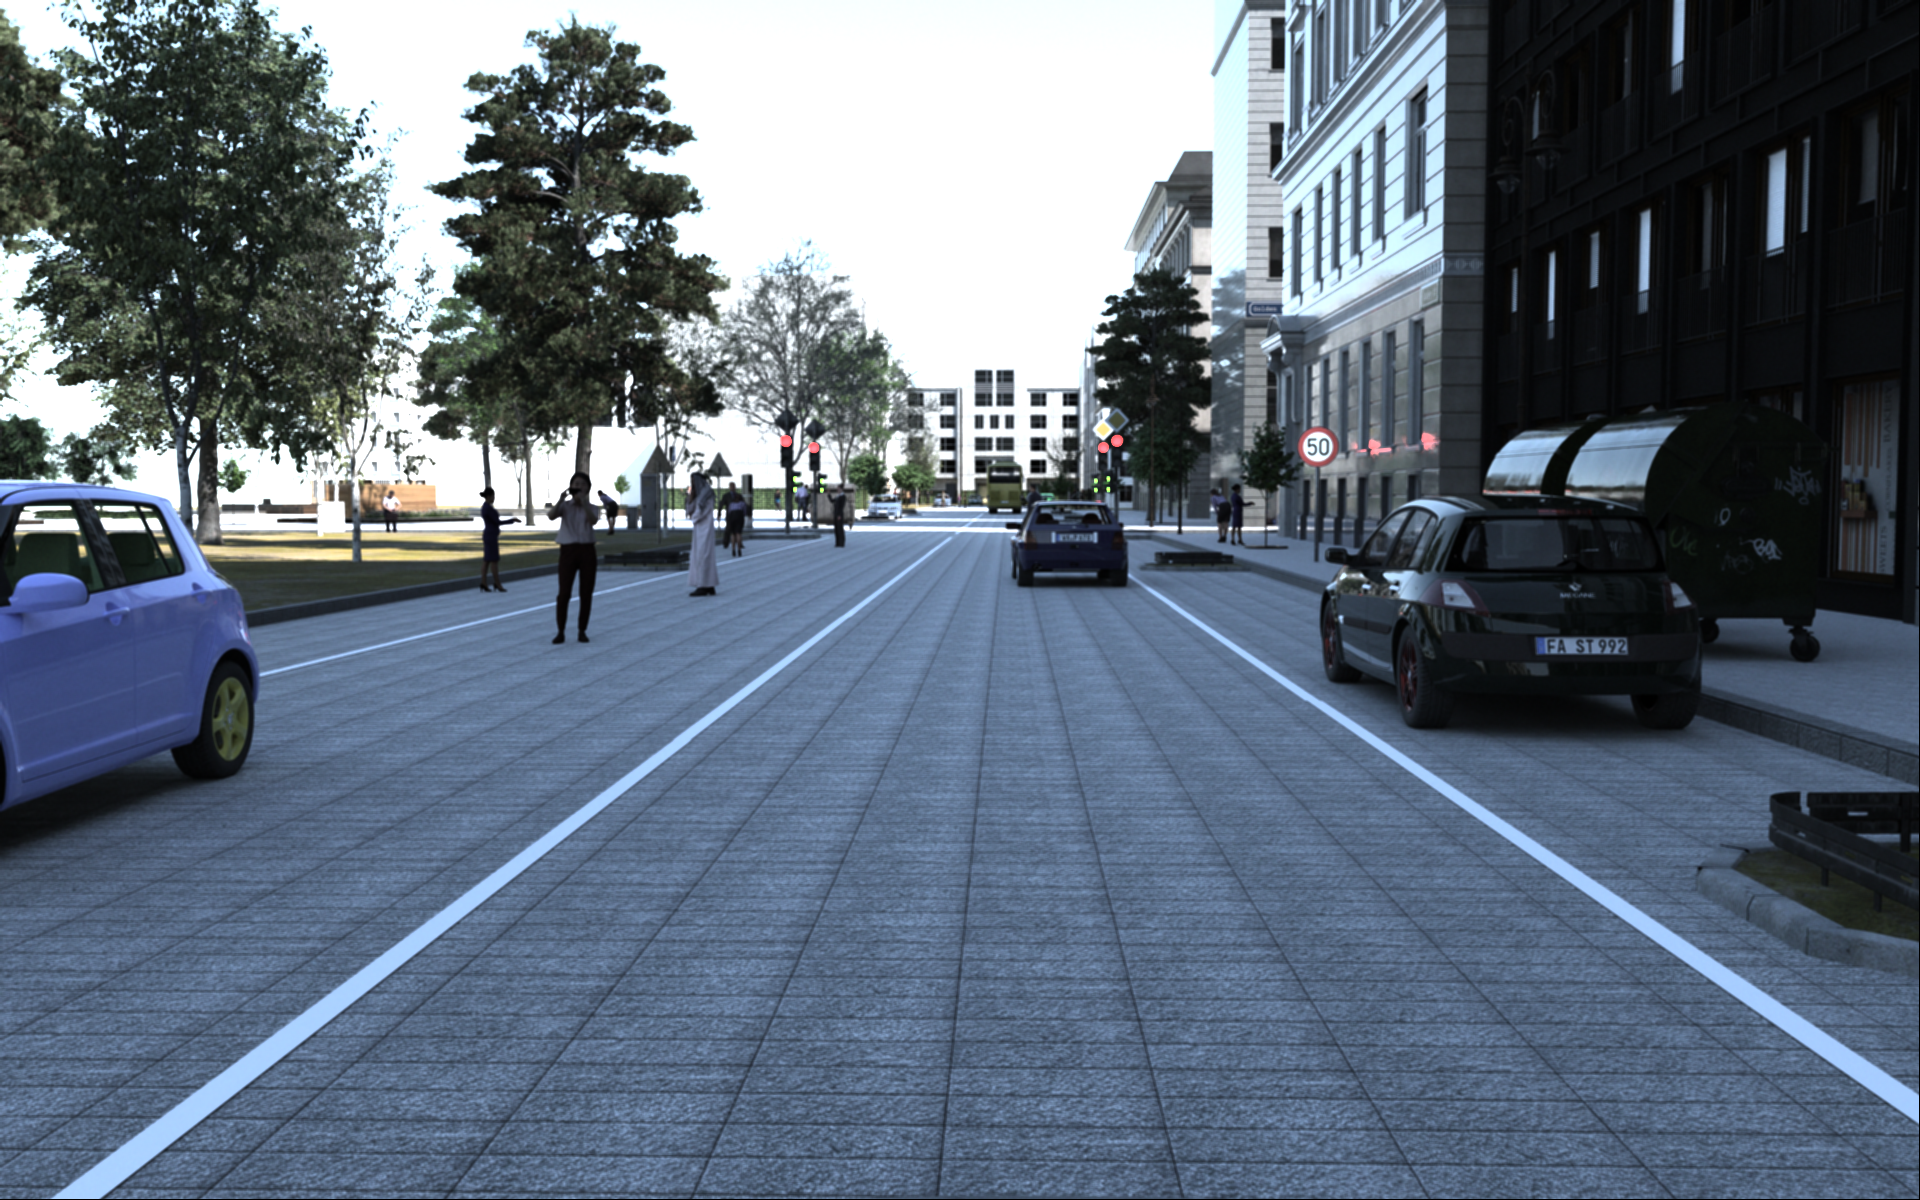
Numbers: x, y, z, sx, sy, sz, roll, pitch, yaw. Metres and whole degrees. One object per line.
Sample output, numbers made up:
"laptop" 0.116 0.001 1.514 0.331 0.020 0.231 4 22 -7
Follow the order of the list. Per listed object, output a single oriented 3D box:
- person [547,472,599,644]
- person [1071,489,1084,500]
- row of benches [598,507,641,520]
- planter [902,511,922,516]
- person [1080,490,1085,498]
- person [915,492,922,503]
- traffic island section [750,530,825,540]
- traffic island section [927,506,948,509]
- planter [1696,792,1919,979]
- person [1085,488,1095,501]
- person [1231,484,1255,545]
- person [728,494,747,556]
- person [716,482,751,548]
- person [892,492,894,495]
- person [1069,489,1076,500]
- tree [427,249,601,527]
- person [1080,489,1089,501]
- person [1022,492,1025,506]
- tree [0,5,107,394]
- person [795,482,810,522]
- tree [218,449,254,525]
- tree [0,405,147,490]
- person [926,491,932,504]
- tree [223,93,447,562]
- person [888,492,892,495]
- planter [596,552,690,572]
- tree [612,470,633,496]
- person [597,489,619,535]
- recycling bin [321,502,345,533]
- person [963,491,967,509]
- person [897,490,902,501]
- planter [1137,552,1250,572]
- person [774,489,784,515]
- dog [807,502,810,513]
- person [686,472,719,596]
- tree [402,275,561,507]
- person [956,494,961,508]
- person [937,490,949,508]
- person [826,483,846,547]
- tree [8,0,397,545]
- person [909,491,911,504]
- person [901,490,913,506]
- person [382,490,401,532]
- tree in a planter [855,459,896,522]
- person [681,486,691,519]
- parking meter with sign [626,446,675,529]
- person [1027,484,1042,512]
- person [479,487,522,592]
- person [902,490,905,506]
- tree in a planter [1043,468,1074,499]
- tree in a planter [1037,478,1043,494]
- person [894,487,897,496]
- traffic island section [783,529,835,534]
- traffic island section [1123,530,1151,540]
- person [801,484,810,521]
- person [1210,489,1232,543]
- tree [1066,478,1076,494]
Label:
"person" -3.693 -0.412 16.689 0.517 1.644 0.566 2 4 29
"person" 9.570 -8.186 140.679 1.217 1.735 0.721 -2 4 -25
"row of benches" -16.757 -4.284 85.514 4.104 0.672 1.422 0 4 -1
"planter" -3.578 -5.818 116.257 1.991 0.319 1.994 0 4 2
"person" 12.008 -9.940 169.502 0.756 1.711 0.436 -2 4 -35
"person" -4.704 -11.704 198.118 1.217 1.735 0.721 0 4 5
"traffic island section" -5.596 -2.063 56.005 2.009 0.180 2.903 0 4 2
"traffic island section" -2.173 -8.774 166.322 1.991 0.108 1.994 0 4 2
"planter" 3.635 0.937 5.820 1.991 0.319 1.994 0 4 2
"person" 12.012 -9.455 160.647 0.705 1.821 1.348 -3 5 -43
"person" 7.040 -2.139 43.392 0.546 1.535 0.453 -3 4 -37
"person" -5.118 -1.716 39.795 0.421 1.427 0.697 0 4 1
"person" -5.975 -2.251 45.858 0.990 1.755 0.434 -2 4 -25
"person" -7.541 -11.815 199.227 1.348 1.824 0.705 -1 4 -11
"person" 10.857 -9.645 163.868 1.348 1.807 0.705 -2 4 -29
"tree" -17.250 -8.739 68.632 9.928 11.665 9.643 0 3 0
"person" 10.524 -8.685 148.560 1.217 1.766 0.721 -2 4 -27
"person" 7.703 -12.291 210.146 0.721 1.739 1.217 0 4 -6
"tree" -18.324 -7.366 27.862 7.806 13.903 7.818 0 3 0
"person" -7.335 -4.563 80.523 0.709 1.838 0.599 0 4 -1
"tree" -30.350 -4.729 71.928 1.663 3.219 1.824 0 3 0
"tree" -60.636 -8.936 109.011 11.467 7.101 20.602 0 4 2
"person" -3.876 -12.784 215.871 0.742 1.727 0.445 -1 4 -16
"tree" -11.334 -5.002 32.150 4.360 8.622 3.978 0 3 0
"person" -9.073 -12.702 214.456 0.721 1.736 1.217 -1 4 -12
"planter" -5.913 -0.727 33.032 1.991 0.319 1.994 0 4 2
"tree" -26.880 -8.767 137.934 1.663 3.219 1.824 0 3 0
"person" -11.112 -2.772 54.591 0.697 1.427 0.421 1 4 14
"recycling bin" -20.682 -2.720 57.018 0.722 1.027 0.722 -2 4 -27
"person" 0.416 -9.849 170.253 0.721 1.735 1.217 0 4 -3
"person" -6.725 -11.532 195.400 0.742 1.727 0.445 0 4 7
"planter" 4.400 -0.725 32.989 1.991 0.319 1.994 0 4 2
"person" -11.255 -6.100 107.645 0.647 1.594 0.662 2 4 35
"dog" -10.001 -6.170 115.253 0.513 0.831 0.800 0 4 -5
"person" -3.673 -0.939 24.514 0.621 1.740 0.551 -3 5 -44
"tree" -24.697 -11.170 90.049 7.806 13.903 7.818 0 3 0
"person" -0.141 -10.269 179.624 0.599 1.433 0.991 -2 4 -28
"person" -1.742 -10.445 179.270 1.348 1.824 0.705 1 4 22
"person" -3.391 -2.305 46.991 0.742 1.727 0.445 2 4 29
"tree" -19.101 -8.382 43.699 9.857 13.997 8.962 0 3 0
"person" -6.211 -12.743 214.332 0.705 1.831 1.348 -1 4 -8
"person" -5.624 -10.896 184.289 1.348 1.812 0.705 0 4 -8
"person" -19.173 -2.922 58.479 0.614 1.554 0.590 -1 4 -22
"tree in a planter" -4.338 -5.615 89.026 1.991 3.239 1.994 0 4 2
"person" -14.178 -5.093 90.118 0.445 1.727 0.742 2 4 31
"parking meter with sign" -11.329 -4.107 63.414 1.738 3.016 0.543 0 4 5
"person" 2.084 -2.398 48.621 0.541 1.710 0.530 -3 5 -39
"person" -6.770 -0.889 25.403 0.546 1.535 0.453 -3 5 -44
"person" -6.054 -11.098 188.219 0.721 1.735 1.217 1 4 8
"tree in a planter" 6.715 -7.221 115.283 1.991 3.239 1.994 0 4 2
"tree in a planter" 8.121 -10.284 165.370 1.991 3.239 1.994 0 4 2
"person" -5.296 -8.393 143.209 0.705 1.831 1.348 0 4 -1
"traffic island section" -5.372 -2.551 63.987 2.009 0.180 2.903 0 4 2
"traffic island section" 5.041 -2.044 55.703 2.009 0.180 2.903 0 4 2
"person" -7.243 -4.575 81.534 0.565 1.739 0.600 3 5 45
"person" 6.885 -2.239 45.890 0.421 1.427 0.697 -2 4 -33
"tree" 11.791 -11.852 188.388 1.663 3.219 1.824 0 3 0
